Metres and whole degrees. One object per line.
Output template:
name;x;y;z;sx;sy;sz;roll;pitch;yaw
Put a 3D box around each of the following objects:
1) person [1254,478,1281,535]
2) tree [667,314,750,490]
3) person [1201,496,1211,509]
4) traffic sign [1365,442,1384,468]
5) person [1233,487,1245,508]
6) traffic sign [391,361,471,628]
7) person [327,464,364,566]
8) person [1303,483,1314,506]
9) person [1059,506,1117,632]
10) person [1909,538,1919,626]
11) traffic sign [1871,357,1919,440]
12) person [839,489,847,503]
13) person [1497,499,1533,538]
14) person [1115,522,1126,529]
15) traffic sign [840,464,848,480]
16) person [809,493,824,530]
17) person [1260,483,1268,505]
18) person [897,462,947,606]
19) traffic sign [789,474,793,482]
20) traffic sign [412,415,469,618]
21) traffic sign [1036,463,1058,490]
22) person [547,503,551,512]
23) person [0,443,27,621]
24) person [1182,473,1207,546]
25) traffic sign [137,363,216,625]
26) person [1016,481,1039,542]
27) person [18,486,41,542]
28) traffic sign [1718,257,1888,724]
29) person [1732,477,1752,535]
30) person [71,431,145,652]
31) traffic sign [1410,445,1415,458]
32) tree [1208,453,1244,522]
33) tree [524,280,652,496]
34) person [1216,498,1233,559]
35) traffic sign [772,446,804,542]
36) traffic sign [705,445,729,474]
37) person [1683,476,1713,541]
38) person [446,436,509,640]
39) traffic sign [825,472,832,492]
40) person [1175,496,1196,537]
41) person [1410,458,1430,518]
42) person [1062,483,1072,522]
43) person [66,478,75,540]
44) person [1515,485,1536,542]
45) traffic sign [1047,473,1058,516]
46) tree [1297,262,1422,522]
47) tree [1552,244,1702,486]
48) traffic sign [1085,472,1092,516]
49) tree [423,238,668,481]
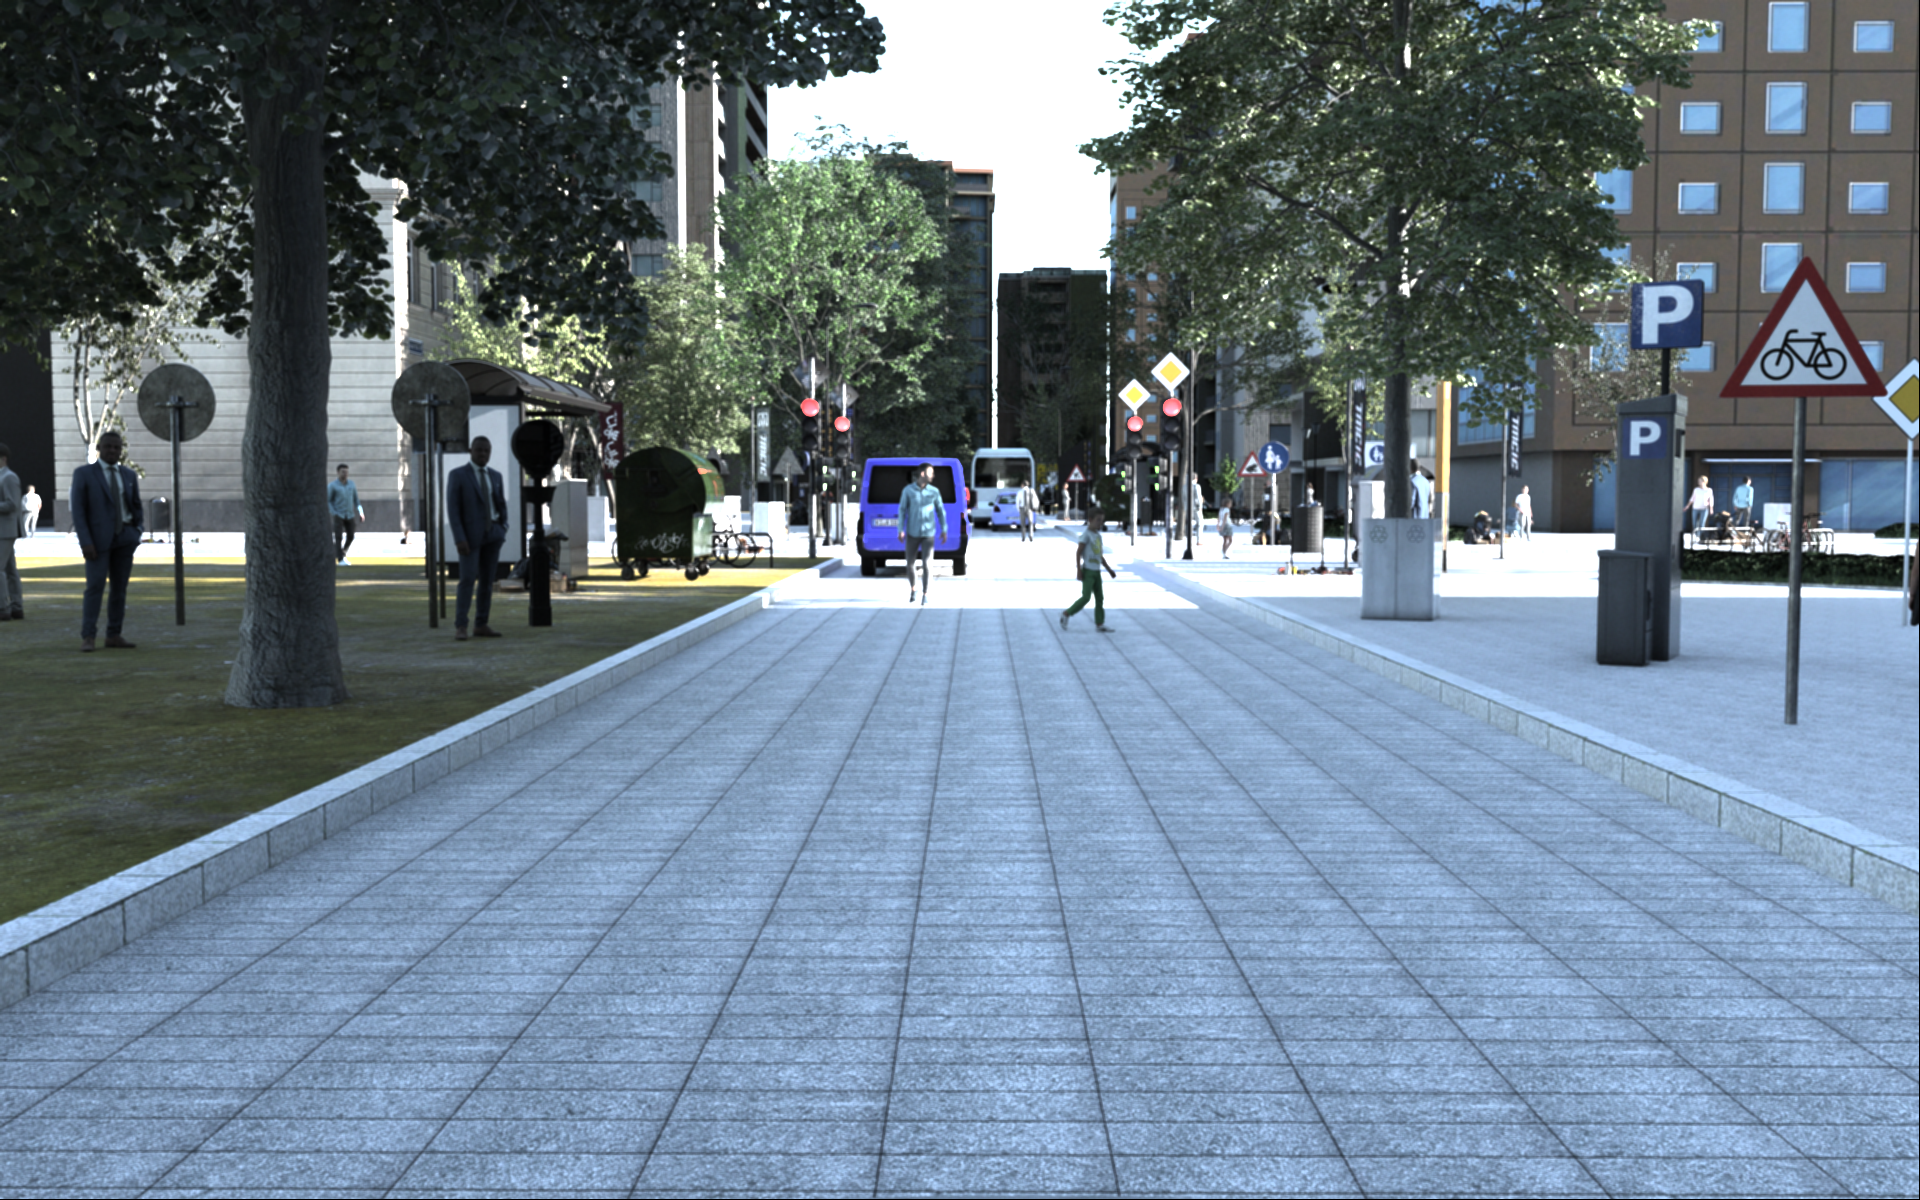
person;9.509;-2.874;53.430;0.834;1.777;0.661;1;4;14
tree;-11.171;-7.332;70.244;4.737;8.622;4.395;0;3;0
person;16.327;-6.394;116.077;1.012;1.151;0.738;0;4;8
traffic sign;8.118;-1.929;33.671;0.606;2.300;0.079;0;4;3
person;16.993;-6.083;105.620;0.709;1.813;0.853;0;4;5
traffic sign;-5.059;-1.007;16.569;0.768;2.556;0.104;0;4;2
person;-11.148;-1.542;31.271;0.620;1.820;0.660;2;4;35
person;15.917;-4.472;79.438;0.520;1.790;0.573;-2;4;-24
person;1.332;-0.325;18.058;0.590;1.304;0.306;1;4;20
person;6.387;-0.035;11.282;0.362;1.253;0.373;1;4;23
traffic sign;9.202;-1.040;16.736;0.795;2.593;0.064;0;4;2
person;-4.849;-4.092;73.129;0.537;1.800;0.526;1;4;21
person;16.200;-2.402;50.813;1.012;1.151;0.738;3;4;38
person;5.789;-3.454;62.870;0.532;1.782;0.716;-3;5;-43
traffic sign;-4.730;-4.519;73.988;0.768;2.556;0.104;0;4;4
person;-4.744;-3.126;57.577;0.534;1.772;0.576;0;4;4
person;14.592;-4.686;82.842;0.466;1.800;0.511;1;4;9
person;-0.478;-0.865;22.503;0.638;1.841;0.748;0;4;5
traffic sign;-7.629;-4.940;80.880;0.768;2.556;0.104;0;4;6
traffic sign;-5.342;-0.960;17.833;0.606;2.300;0.079;0;4;5
traffic sign;6.125;-7.304;113.294;2.265;3.308;0.079;1;4;10
person;-15.169;-3.437;64.826;0.523;1.515;0.503;-3;5;-39
person;-9.810;-0.693;17.579;0.606;1.804;0.583;3;5;44
person;5.763;-2.242;42.801;0.635;1.810;0.391;3;5;41
traffic sign;-7.638;-1.027;16.893;0.768;2.556;0.104;0;4;1
person;2.011;-2.625;51.524;0.679;1.850;0.850;-1;4;-9
person;-24.967;-2.312;46.442;0.523;1.515;0.503;2;4;26
traffic sign;4.639;-0.587;9.595;0.884;2.594;0.081;0;4;6
person;24.344;-2.928;53.941;0.620;1.820;0.660;-2;4;-35
person;-7.099;-0.500;14.398;0.419;1.800;0.721;2;4;27
traffic sign;8.923;-2.019;35.145;0.606;2.300;0.079;1;4;9
tree;12.615;-5.298;81.221;1.663;3.219;1.824;0;3;0
tree;-12.571;-6.631;58.773;4.360;8.622;3.978;0;3;0
person;5.168;-1.412;34.140;0.382;1.210;0.505;-2;4;-24
traffic sign;-4.620;-2.845;46.519;0.884;2.594;0.081;1;4;10
traffic sign;-6.580;-2.821;46.132;0.884;2.594;0.081;0;4;5
person;19.103;-2.331;44.826;0.731;1.740;0.598;2;4;29
person;-4.337;-0.569;15.527;0.419;1.800;0.721;2;4;33
traffic sign;-6.198;-4.746;79.721;0.606;2.300;0.079;0;4;7
person;6.850;-2.788;51.398;0.755;1.850;0.659;-3;5;-43
person;6.617;-1.163;25.243;0.419;1.800;0.721;2;4;31
person;4.952;-4.476;79.501;0.573;1.790;0.520;-1;4;-21
person;-24.288;-2.537;47.702;0.728;1.800;0.709;1;4;8
person;15.114;-2.305;46.326;0.523;1.515;0.503;3;4;36
traffic sign;5.493;-6.255;102.371;0.768;2.556;0.104;0;4;2
tree;12.379;-6.377;54.630;4.737;8.622;4.395;0;3;0
tree;20.070;-6.192;51.608;4.360;8.622;3.978;0;3;0
traffic sign;6.337;-5.371;87.918;0.768;2.556;0.104;1;4;9
tree;-10.466;-5.708;43.687;4.737;8.622;4.395;0;3;0
